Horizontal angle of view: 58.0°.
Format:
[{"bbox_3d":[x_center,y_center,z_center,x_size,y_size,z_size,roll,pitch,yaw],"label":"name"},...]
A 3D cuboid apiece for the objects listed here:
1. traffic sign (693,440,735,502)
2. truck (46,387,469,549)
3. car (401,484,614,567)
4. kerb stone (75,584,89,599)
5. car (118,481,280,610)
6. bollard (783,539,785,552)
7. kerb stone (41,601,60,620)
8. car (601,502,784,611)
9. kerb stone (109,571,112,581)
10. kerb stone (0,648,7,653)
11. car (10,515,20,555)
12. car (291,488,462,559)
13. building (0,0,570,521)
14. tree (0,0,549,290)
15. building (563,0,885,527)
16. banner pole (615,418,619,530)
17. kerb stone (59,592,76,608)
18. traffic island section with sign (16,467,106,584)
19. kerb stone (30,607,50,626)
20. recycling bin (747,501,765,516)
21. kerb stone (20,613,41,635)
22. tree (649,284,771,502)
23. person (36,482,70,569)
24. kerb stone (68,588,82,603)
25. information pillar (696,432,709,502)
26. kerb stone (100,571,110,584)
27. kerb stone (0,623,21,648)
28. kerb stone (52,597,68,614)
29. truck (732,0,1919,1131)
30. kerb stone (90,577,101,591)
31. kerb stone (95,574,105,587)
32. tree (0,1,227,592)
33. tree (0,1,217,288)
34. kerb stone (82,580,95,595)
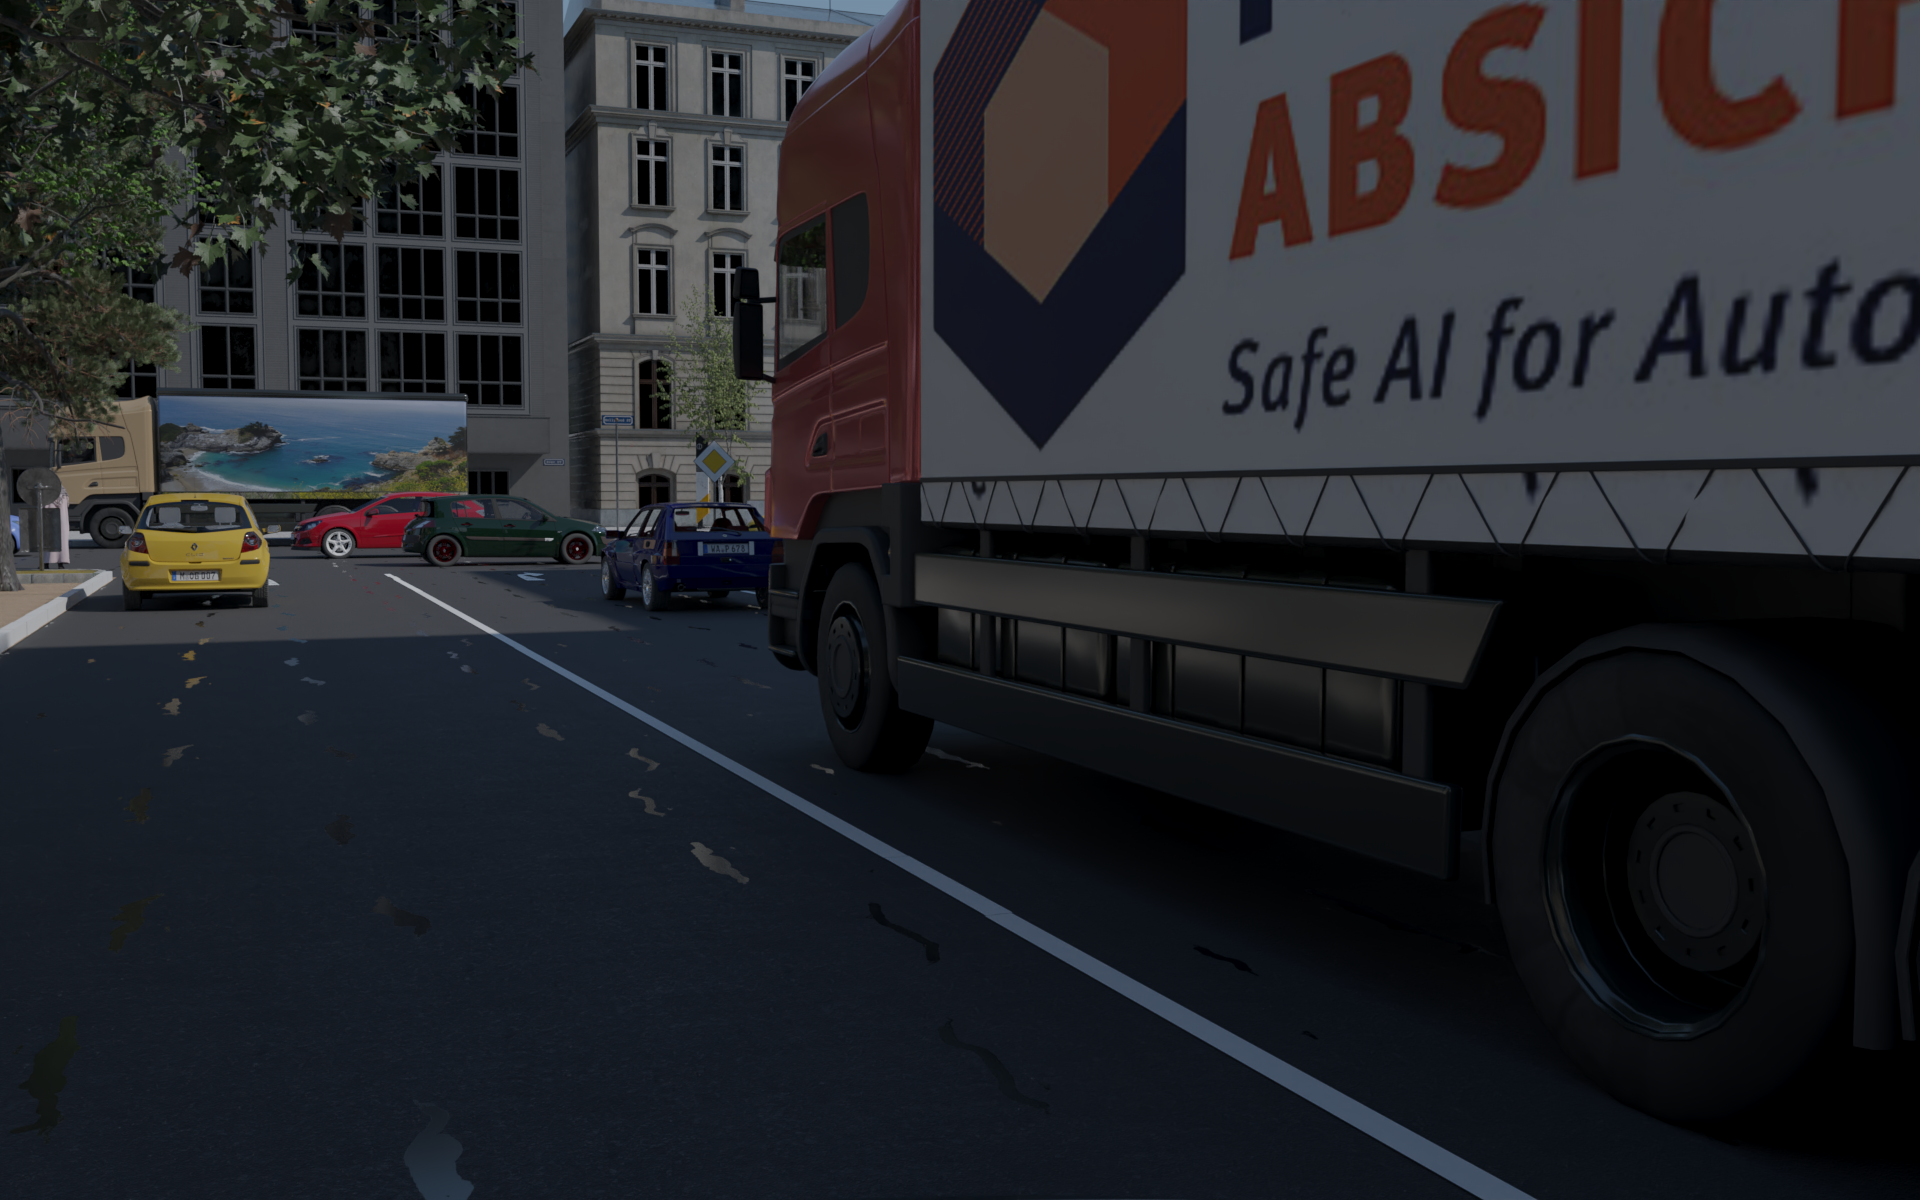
[{"bbox_3d":[-4.585,-1.754,32.326,0.795,2.450,0.064,-1,4,-22],"label":"traffic sign"},{"bbox_3d":[-19.379,-3.579,47.424,11.283,4.237,2.839,-1,4,-21],"label":"truck"},{"bbox_3d":[-9.196,-1.563,35.337,4.222,1.686,2.009,-1,4,-23],"label":"car"},{"bbox_3d":[-11.991,-0.083,23.556,0.120,0.150,1.000,-1,4,-22],"label":"kerb stone"},{"bbox_3d":[-10.068,-0.777,22.925,2.015,1.641,3.980,-1,4,-22],"label":"car"},{"bbox_3d":[-3.418,-1.167,33.802,0.404,0.777,0.398,0,3,0],"label":"bollard"},{"bbox_3d":[-10.416,0.149,19.752,0.120,0.150,1.000,-1,4,-22],"label":"kerb stone"},{"bbox_3d":[-3.568,-0.619,22.703,1.945,1.354,3.894,-1,4,-23],"label":"car"},{"bbox_3d":[-13.955,-0.374,28.302,0.120,0.150,1.000,-1,4,-22],"label":"kerb stone"},{"bbox_3d":[-8.840,0.382,15.946,0.120,0.150,1.000,-1,4,-22],"label":"kerb stone"},{"bbox_3d":[-23.011,-1.822,39.387,3.694,1.707,1.945,-1,4,-23],"label":"car"},{"bbox_3d":[-12.901,-1.867,39.569,4.494,1.783,2.155,-2,4,-24],"label":"car"},{"bbox_3d":[-27.979,-16.660,65.897,24.014,27.812,14.314,-1,4,-22],"label":"building"},{"bbox_3d":[-6.299,-5.361,7.119,9.611,12.733,9.660,0,3,0],"label":"tree"},{"bbox_3d":[-0.180,-15.791,77.265,34.723,24.649,14.460,-1,4,-22],"label":"building"},{"bbox_3d":[-11.330,-4.110,57.209,0.401,3.779,0.863,-1,4,-12],"label":"banner pole"},{"bbox_3d":[-11.203,0.033,21.653,0.120,0.150,1.000,-1,4,-22],"label":"kerb stone"},{"bbox_3d":[-15.114,-1.235,28.325,2.006,1.907,1.989,-1,4,-22],"label":"traffic island section with sign"},{"bbox_3d":[-10.027,0.207,18.804,0.120,0.150,1.000,-1,4,-22],"label":"kerb stone"},{"bbox_3d":[-7.533,-3.185,64.625,0.722,1.027,0.722,0,4,3],"label":"recycling bin"},{"bbox_3d":[-9.627,0.265,17.859,0.120,0.150,1.000,-1,4,-22],"label":"kerb stone"},{"bbox_3d":[-8.417,-6.705,59.990,4.737,8.622,4.395,0,3,0],"label":"tree"},{"bbox_3d":[-17.273,-1.461,33.064,0.621,1.740,0.551,2,4,28],"label":"person"},{"bbox_3d":[-11.602,-0.024,22.605,0.120,0.150,1.000,-1,4,-22],"label":"kerb stone"},{"bbox_3d":[-9.653,-4.494,64.827,0.504,3.616,0.183,1,4,11],"label":"information pillar"},{"bbox_3d":[-13.565,-0.316,27.354,0.120,0.150,1.000,-1,4,-22],"label":"kerb stone"},{"bbox_3d":[-9.242,0.323,16.909,0.120,0.150,1.000,-1,4,-22],"label":"kerb stone"},{"bbox_3d":[-10.807,0.095,20.700,0.120,0.150,1.000,-1,4,-22],"label":"kerb stone"},{"bbox_3d":[1.804,-1.059,6.225,2.839,4.237,11.283,-1,4,-23],"label":"truck"},{"bbox_3d":[-12.776,-0.199,25.457,0.120,0.150,1.000,-1,4,-22],"label":"kerb stone"},{"bbox_3d":[-13.174,-0.254,26.407,0.120,0.150,1.000,-1,4,-22],"label":"kerb stone"},{"bbox_3d":[-14.177,-6.148,25.029,6.751,12.117,7.091,0,3,0],"label":"tree"},{"bbox_3d":[-10.637,-5.446,17.251,9.928,11.665,9.643,0,3,0],"label":"tree"},{"bbox_3d":[-12.385,-0.141,24.507,0.120,0.150,1.000,-1,4,-22],"label":"kerb stone"}]
